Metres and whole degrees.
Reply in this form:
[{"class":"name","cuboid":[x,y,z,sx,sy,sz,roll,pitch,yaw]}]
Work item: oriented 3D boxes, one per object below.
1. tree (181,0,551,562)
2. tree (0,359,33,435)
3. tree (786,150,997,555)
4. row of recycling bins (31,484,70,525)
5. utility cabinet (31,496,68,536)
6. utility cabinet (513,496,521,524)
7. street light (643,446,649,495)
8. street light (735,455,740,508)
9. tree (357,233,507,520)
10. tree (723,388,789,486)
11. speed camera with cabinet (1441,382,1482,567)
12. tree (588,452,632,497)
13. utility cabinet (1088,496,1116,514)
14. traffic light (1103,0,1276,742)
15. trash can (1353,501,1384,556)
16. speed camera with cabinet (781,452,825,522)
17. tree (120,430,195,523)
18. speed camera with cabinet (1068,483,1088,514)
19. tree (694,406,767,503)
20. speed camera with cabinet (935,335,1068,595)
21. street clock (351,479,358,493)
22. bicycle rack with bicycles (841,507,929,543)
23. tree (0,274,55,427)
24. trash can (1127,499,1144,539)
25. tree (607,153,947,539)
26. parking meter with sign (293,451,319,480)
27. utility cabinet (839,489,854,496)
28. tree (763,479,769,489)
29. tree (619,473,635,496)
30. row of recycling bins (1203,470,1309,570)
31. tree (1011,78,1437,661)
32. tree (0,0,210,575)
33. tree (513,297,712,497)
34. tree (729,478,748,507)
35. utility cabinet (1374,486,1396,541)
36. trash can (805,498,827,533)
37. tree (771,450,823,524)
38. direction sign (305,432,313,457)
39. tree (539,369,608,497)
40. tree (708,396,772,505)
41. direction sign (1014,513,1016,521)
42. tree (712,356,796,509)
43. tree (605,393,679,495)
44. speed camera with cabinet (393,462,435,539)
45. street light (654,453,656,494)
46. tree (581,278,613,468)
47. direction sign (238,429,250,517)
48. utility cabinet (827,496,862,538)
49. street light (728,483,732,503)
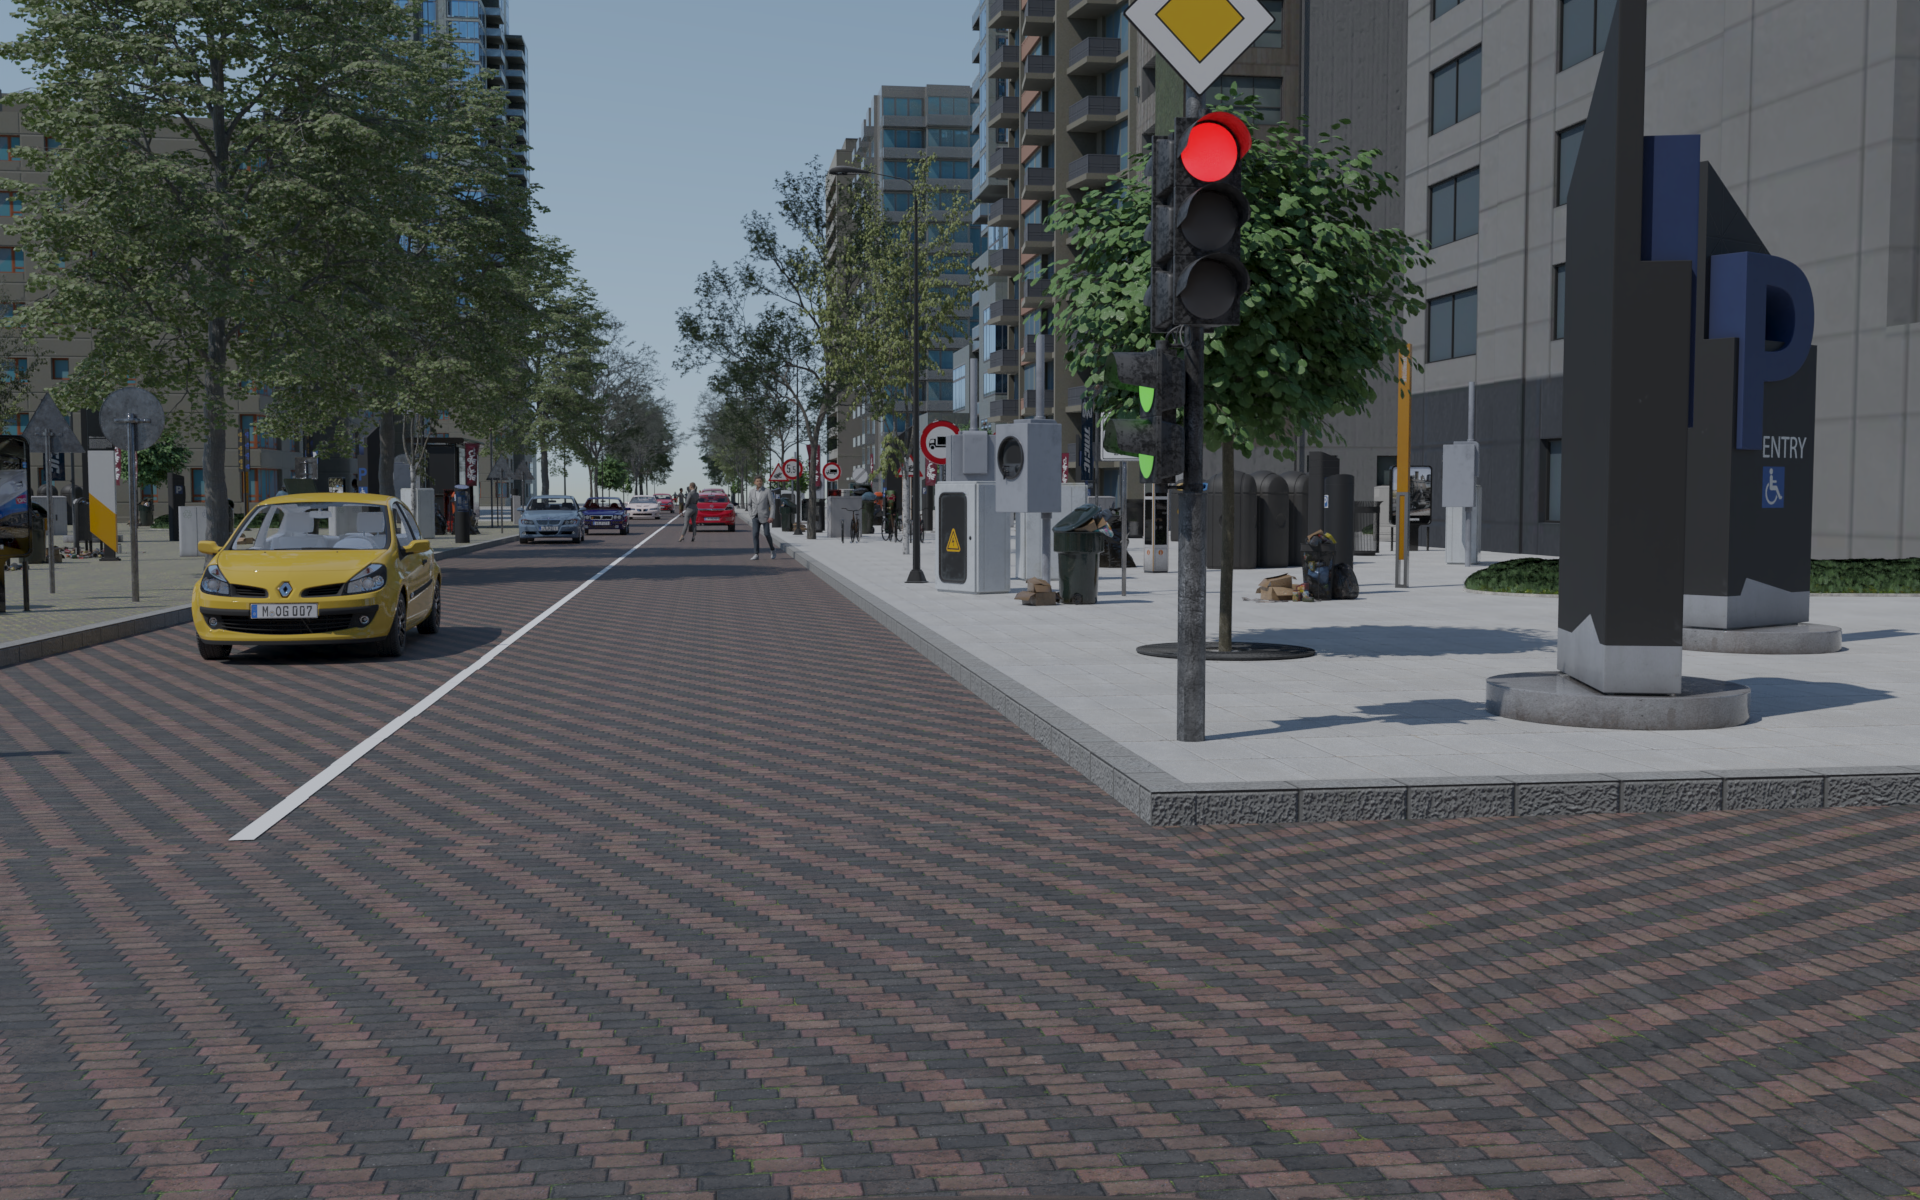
[{"class":"tree","cuboid":[-12.542,-7.390,38.958,7.486,12.596,7.792,0,3,0]},{"class":"tree","cuboid":[-42.813,-7.620,74.957,4.737,8.622,4.395,0,3,0]},{"class":"tree","cuboid":[-1.388,-5.268,36.492,4.737,8.622,4.395,0,3,0]},{"class":"row of recycling bins","cuboid":[-37.749,-3.894,70.778,3.534,1.692,1.069,-3,4,-37]},{"class":"utility cabinet","cuboid":[-28.277,-2.602,53.712,0.306,1.237,1.020,3,5,43]},{"class":"utility cabinet","cuboid":[-18.941,-3.847,74.058,0.306,1.237,1.020,-1,4,-17]},{"class":"street light","cuboid":[-30.421,-11.807,165.578,1.470,5.913,1.316,-1,4,-8]},{"class":"street light","cuboid":[-12.086,-7.732,98.951,1.470,5.913,1.316,-1,4,-8]},{"class":"tree","cuboid":[-14.307,-5.844,45.908,4.360,8.622,3.978,0,3,0]},{"class":"tree","cuboid":[-12.442,-9.564,106.730,4.360,8.622,3.978,0,3,0]},{"class":"speed camera with cabinet","cuboid":[9.079,-2.262,31.314,0.660,3.252,2.038,1,4,20]},{"class":"tree","cuboid":[-27.430,-9.305,135.857,4.285,4.588,4.351,0,3,0]},{"class":"utility cabinet","cuboid":[3.970,-2.340,49.417,1.020,1.237,0.306,-3,4,-36]},{"class":"traffic light","cuboid":[1.184,-1.223,8.909,0.839,4.253,0.868,-1,4,-8]},{"class":"trash can","cuboid":[8.420,-1.491,36.028,0.748,1.137,0.748,0,3,0]},{"class":"speed camera with cabinet","cuboid":[-7.102,-5.095,77.640,2.038,3.252,0.660,0,4,3]},{"class":"tree","cuboid":[-33.786,-5.421,72.347,4.285,4.588,4.351,0,3,0]},{"class":"speed camera with cabinet","cuboid":[0.841,-1.917,25.680,2.038,3.252,0.660,-1,4,-11]},{"class":"tree","cuboid":[-30.493,-19.898,231.993,9.857,13.997,8.962,0,3,0]},{"class":"speed camera with cabinet","cuboid":[0.455,-1.695,22.053,0.660,3.252,2.038,-2,4,-34]},{"class":"street clock","cuboid":[-28.206,-4.677,81.032,0.471,2.002,0.358,2,4,29]},{"class":"bicycle rack with bicycles","cuboid":[-2.110,-2.000,46.089,2.852,0.926,2.925,0,4,-3]},{"class":"tree","cuboid":[-32.295,-6.534,57.198,4.360,8.622,3.978,0,3,0]},{"class":"trash can","cuboid":[5.076,-2.355,50.164,0.748,1.137,0.748,0,3,0]},{"class":"tree","cuboid":[-4.289,-6.978,48.496,8.767,10.594,7.601,1,4,8]},{"class":"parking meter with sign","cuboid":[-25.917,-4.398,68.170,0.543,3.016,1.738,1,4,10]},{"class":"utility cabinet","cuboid":[-4.855,-4.213,77.558,0.318,1.500,1.173,3,5,45]},{"class":"tree","cuboid":[-10.249,-6.261,96.973,1.663,3.219,1.824,0,3,0]},{"class":"tree","cuboid":[-29.720,-9.831,155.334,1.663,3.219,1.824,0,3,0]},{"class":"row of recycling bins","cuboid":[5.607,-1.441,30.681,1.069,1.692,3.534,3,5,42]},{"class":"tree","cuboid":[2.058,-1.844,13.868,4.285,4.588,4.351,0,3,0]},{"class":"tree","cuboid":[-11.728,-6.708,27.798,7.486,12.596,7.792,0,3,0]},{"class":"tree","cuboid":[-22.647,-12.048,107.347,12.009,13.543,11.850,0,3,0]},{"class":"tree","cuboid":[-22.604,-11.212,177.919,1.663,3.219,1.824,0,3,0]},{"class":"utility cabinet","cuboid":[11.641,-2.309,46.434,0.318,1.500,1.173,-3,4,-36]},{"class":"trash can","cuboid":[-4.784,-2.805,57.523,0.748,1.137,0.748,0,3,0]},{"class":"tree","cuboid":[-7.024,-4.928,75.178,1.663,3.219,1.824,0,3,0]},{"class":"direction sign","cuboid":[-21.518,-3.997,57.344,0.379,3.537,0.876,0,4,-8]},{"class":"tree","cuboid":[-25.464,-11.364,120.214,8.767,10.594,7.601,0,4,8]},{"class":"tree","cuboid":[-25.564,-17.203,199.398,7.486,12.596,7.792,0,3,0]},{"class":"direction sign","cuboid":[2.657,-5.629,84.032,0.379,3.537,0.876,1,4,13]},{"class":"tree","cuboid":[-18.946,-14.635,149.644,12.009,13.543,11.850,0,3,0]},{"class":"tree","cuboid":[-39.413,-18.755,213.298,9.857,13.997,8.962,0,3,0]},{"class":"speed camera with cabinet","cuboid":[-15.891,-3.399,49.908,0.660,3.252,2.038,-3,5,-45]},{"class":"street light","cuboid":[-34.652,-13.600,194.908,1.470,5.913,1.316,-1,4,-8]},{"class":"tree","cuboid":[-18.662,-9.664,76.136,7.486,12.596,7.792,0,3,0]},{"class":"direction sign","cuboid":[-24.890,-4.176,60.271,0.876,3.537,0.379,3,5,44]},{"class":"utility cabinet","cuboid":[-3.408,-2.443,51.103,1.020,1.237,0.306,-2,4,-29]},{"class":"street light","cuboid":[-16.459,-9.577,129.132,1.470,5.913,1.316,-1,4,-8]}]
